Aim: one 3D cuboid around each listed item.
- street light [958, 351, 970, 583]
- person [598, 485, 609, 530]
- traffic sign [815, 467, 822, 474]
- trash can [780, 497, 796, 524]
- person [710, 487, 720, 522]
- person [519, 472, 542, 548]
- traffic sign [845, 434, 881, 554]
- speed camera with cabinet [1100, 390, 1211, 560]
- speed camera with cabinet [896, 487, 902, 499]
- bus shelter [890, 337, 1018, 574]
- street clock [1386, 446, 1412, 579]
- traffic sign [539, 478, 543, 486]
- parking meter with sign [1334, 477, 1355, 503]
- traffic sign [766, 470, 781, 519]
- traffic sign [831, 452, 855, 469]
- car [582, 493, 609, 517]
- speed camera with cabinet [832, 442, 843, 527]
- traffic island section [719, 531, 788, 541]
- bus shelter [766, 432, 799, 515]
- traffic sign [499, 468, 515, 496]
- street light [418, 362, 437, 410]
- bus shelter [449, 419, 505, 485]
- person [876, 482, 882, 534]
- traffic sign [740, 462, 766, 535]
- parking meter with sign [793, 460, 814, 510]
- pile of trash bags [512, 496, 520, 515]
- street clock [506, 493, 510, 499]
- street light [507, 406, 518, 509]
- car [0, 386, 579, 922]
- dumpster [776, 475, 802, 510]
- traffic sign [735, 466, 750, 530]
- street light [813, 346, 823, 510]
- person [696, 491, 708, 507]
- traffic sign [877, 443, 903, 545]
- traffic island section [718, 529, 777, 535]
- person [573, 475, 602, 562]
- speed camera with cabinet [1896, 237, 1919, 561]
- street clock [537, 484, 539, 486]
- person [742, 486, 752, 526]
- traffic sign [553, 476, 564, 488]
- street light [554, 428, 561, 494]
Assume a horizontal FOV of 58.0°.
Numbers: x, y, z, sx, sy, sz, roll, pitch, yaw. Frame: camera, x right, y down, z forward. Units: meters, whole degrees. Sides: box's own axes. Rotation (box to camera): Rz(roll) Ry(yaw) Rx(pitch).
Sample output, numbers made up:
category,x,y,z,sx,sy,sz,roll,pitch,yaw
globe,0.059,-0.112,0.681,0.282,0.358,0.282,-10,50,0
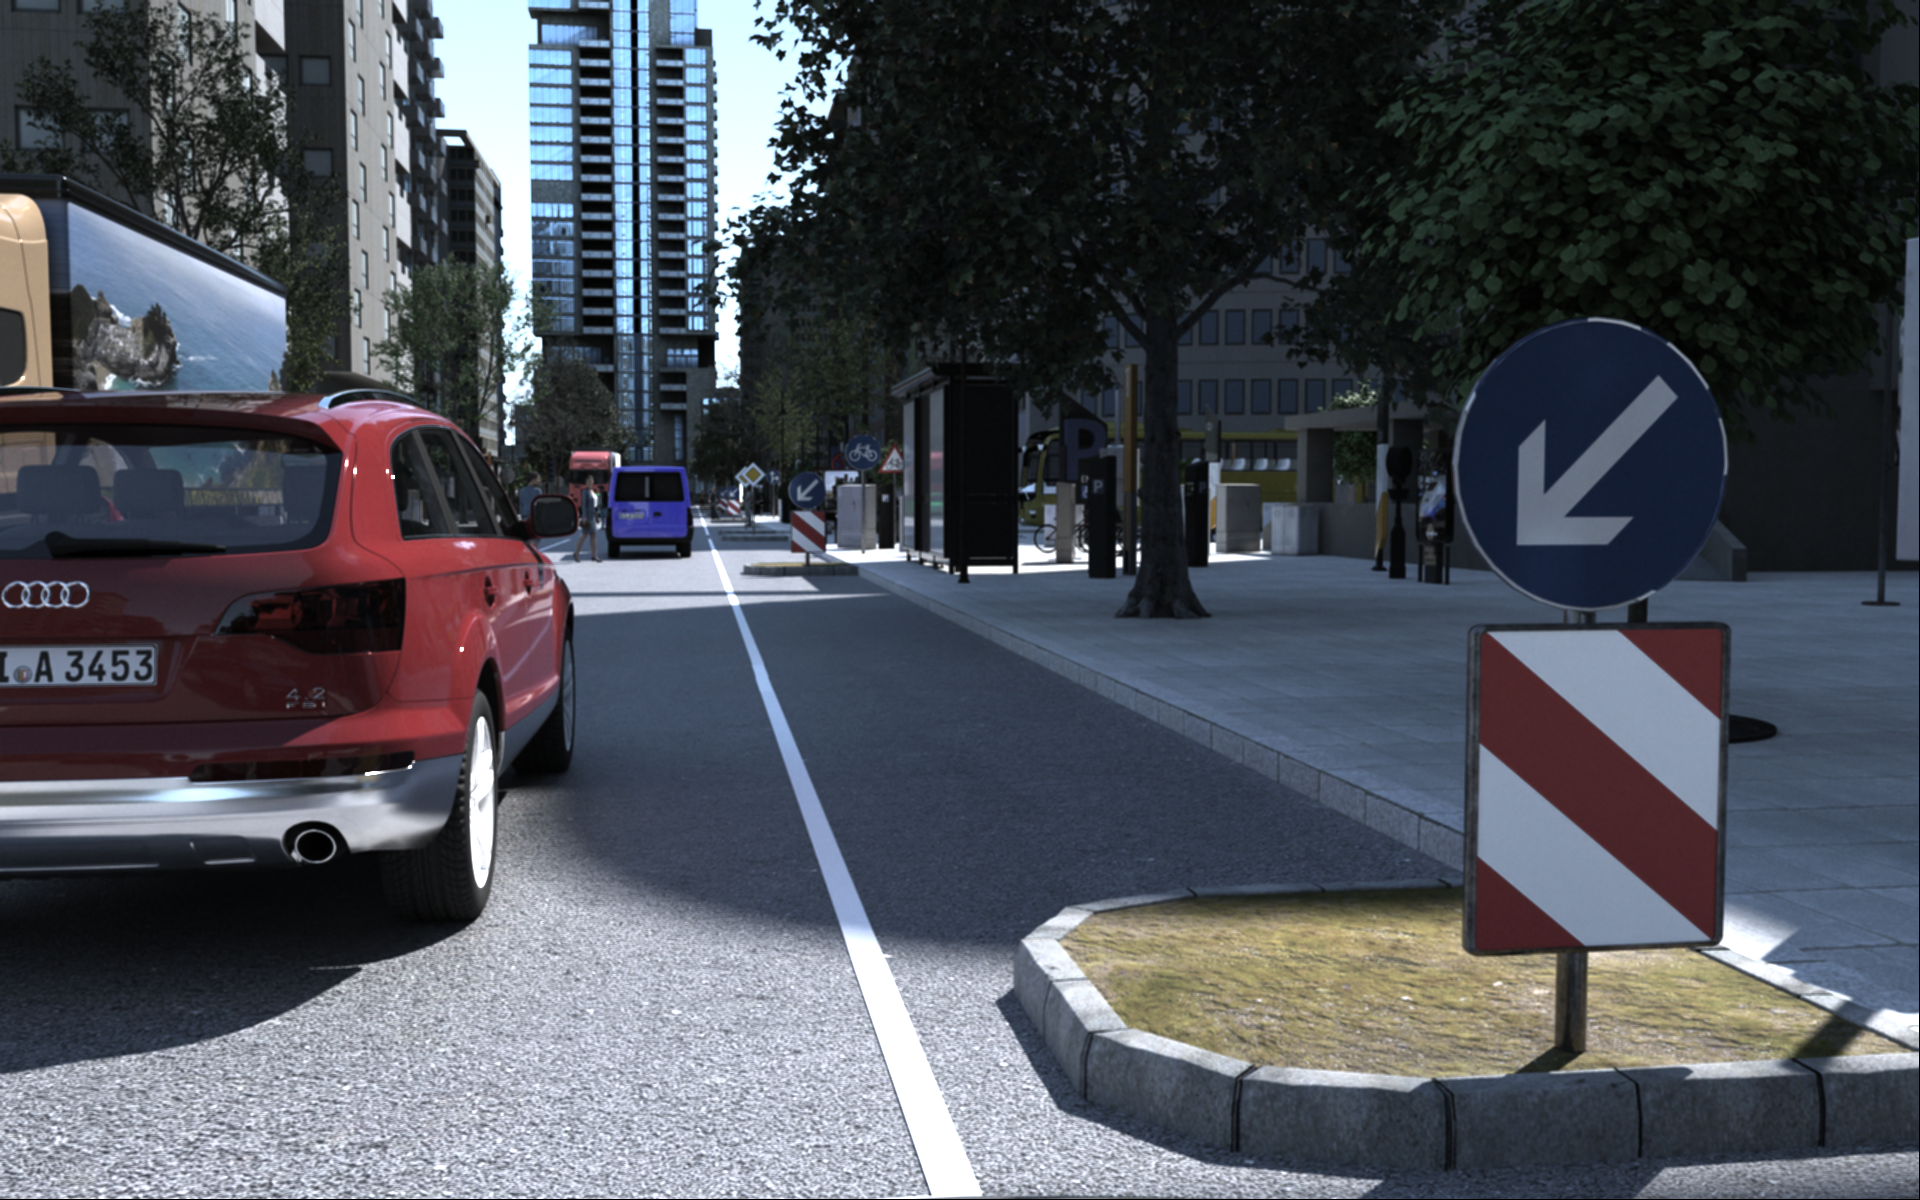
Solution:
category,x,y,z,sx,sy,sz,roll,pitch,yaw
street light,0.056,-3.184,24.841,0.468,5.910,1.993,-1,4,-9
person,-14.211,-3.682,69.052,0.721,1.781,0.623,-3,5,-44
traffic sign,-6.341,-4.735,77.424,0.884,2.594,0.081,0,4,-8
trash can,-7.458,-3.905,75.508,0.748,1.137,0.748,0,3,0
person,-12.781,-4.964,90.087,0.534,1.772,0.576,-2,4,-35
person,-7.439,-1.314,30.010,0.581,1.822,0.654,3,4,38
traffic sign,-2.068,-2.260,37.051,0.768,2.556,0.104,0,4,-2
speed camera with cabinet,3.707,-2.358,32.889,2.038,3.252,0.660,1,4,18
speed camera with cabinet,-3.258,-7.353,114.558,2.038,3.252,0.660,1,4,18
bus shelter,-0.028,-3.321,31.923,2.179,5.291,8.768,-1,4,-9
street clock,6.653,-1.328,26.281,0.358,2.002,0.471,3,4,38
traffic sign,-29.471,-7.377,120.711,0.768,2.556,0.104,0,4,-7
parking meter with sign,11.370,-3.364,51.261,0.543,3.016,1.738,2,4,33
traffic sign,-9.705,-5.510,90.198,0.768,2.556,0.104,0,4,-2
traffic sign,-3.530,-3.214,52.654,0.768,2.556,0.104,0,4,-5
car,-19.606,-5.247,94.587,1.959,1.807,4.718,0,4,-7
speed camera with cabinet,-4.885,-4.428,66.741,0.660,3.252,2.038,-1,4,-17
traffic island section,-6.414,-1.942,54.030,2.009,0.180,2.903,-1,4,-9
bus shelter,-11.068,-8.045,109.174,2.179,5.291,8.768,-1,4,-9
traffic sign,-21.812,-5.098,83.464,0.768,2.556,0.104,0,4,-5
street light,-18.610,-5.375,60.669,0.468,5.910,1.993,-1,4,-9
bus shelter,-26.655,-7.209,95.504,2.179,5.291,8.768,-1,4,-9
person,-2.722,-3.009,57.601,0.656,1.842,0.836,0,4,0
traffic sign,-6.436,-3.077,53.949,0.795,2.450,0.064,-1,4,-9
parking meter with sign,-7.395,-5.441,85.223,1.738,3.016,0.543,3,5,40
pile of trash bags,-27.754,-5.918,106.519,1.912,1.369,3.447,3,4,38
street clock,-28.517,-6.418,109.502,0.358,2.002,0.471,2,4,27
street light,-23.067,-7.130,89.368,0.468,5.910,1.993,-1,4,-9
car,-2.805,0.089,7.220,2.281,1.827,5.304,0,4,-7
dumpster,-8.457,-5.175,87.111,1.502,2.255,1.985,-1,4,-9
traffic sign,-7.654,-3.560,61.841,0.795,2.450,0.064,-1,4,-9
street light,-4.405,-4.942,53.591,0.468,5.910,1.993,-1,4,-9
person,-27.533,-10.782,184.876,1.348,1.812,0.705,-1,4,-14
traffic sign,-1.651,-2.684,43.886,0.884,2.594,0.081,0,4,-3
traffic island section,-7.632,-2.425,61.922,2.009,0.180,2.903,-1,4,-9
person,-7.832,-1.708,36.444,0.654,1.822,0.581,2,4,32
speed camera with cabinet,3.839,-0.656,5.067,0.660,3.252,2.038,-1,4,-22
street clock,-25.149,-5.988,102.469,0.471,2.002,0.358,0,4,-4
person,-9.483,-4.175,76.938,0.466,1.800,0.511,-2,4,-32
traffic sign,-27.799,-7.328,119.926,0.768,2.556,0.104,0,4,-2
street light,-27.494,-8.902,118.340,0.468,5.910,1.993,-1,4,-9
